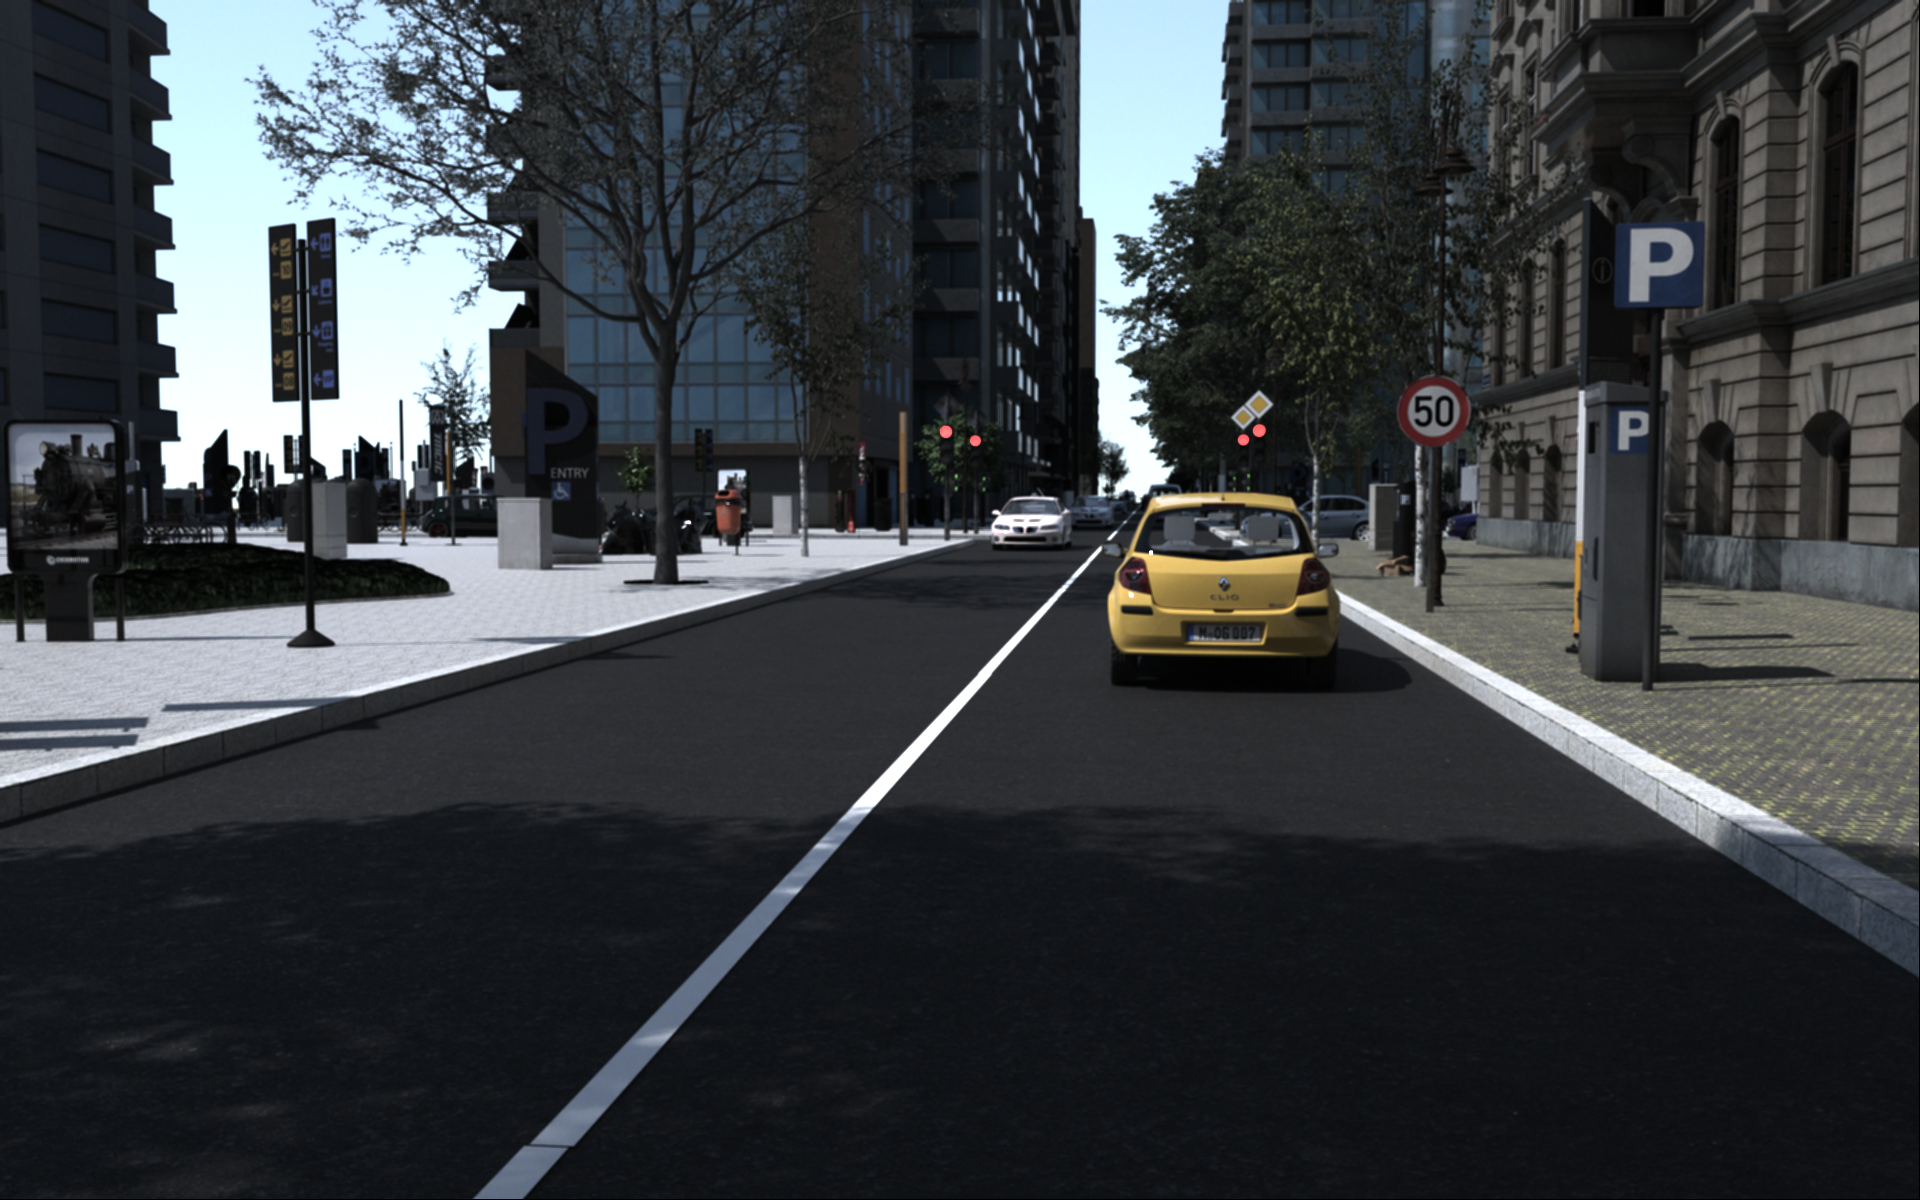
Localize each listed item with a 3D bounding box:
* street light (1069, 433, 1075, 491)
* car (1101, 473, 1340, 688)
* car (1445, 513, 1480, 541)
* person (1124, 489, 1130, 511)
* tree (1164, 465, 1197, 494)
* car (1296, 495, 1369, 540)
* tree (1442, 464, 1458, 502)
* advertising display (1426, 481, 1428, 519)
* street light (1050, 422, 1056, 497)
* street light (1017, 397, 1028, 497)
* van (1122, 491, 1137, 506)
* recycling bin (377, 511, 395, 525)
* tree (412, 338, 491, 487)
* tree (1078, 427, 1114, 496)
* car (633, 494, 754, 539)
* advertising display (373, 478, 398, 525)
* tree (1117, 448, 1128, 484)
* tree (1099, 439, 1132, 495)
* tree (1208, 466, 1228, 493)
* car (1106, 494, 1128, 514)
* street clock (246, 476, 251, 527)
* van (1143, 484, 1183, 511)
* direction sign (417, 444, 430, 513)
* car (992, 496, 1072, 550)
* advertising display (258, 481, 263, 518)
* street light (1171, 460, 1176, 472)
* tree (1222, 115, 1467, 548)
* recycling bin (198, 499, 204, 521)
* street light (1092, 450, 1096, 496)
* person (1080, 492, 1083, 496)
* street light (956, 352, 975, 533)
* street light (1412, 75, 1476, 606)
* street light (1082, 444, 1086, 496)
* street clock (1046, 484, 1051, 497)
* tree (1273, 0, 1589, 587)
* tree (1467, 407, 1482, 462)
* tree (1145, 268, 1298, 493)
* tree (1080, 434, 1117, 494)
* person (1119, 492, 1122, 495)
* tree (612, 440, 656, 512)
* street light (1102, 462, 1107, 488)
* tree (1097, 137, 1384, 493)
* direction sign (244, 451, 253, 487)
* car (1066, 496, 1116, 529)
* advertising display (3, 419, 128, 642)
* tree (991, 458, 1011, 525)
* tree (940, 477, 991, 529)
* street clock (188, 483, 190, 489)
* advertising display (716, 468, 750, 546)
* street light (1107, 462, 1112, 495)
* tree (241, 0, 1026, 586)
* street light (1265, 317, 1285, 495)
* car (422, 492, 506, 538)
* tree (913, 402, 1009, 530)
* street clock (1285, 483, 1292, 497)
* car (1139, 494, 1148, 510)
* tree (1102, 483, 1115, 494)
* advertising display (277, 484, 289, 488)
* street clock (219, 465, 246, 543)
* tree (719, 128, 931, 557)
[{"bbox_3d":[8.563,-9.739,132.017,0.468,5.910,1.993,0,4,6],"label":"street light"},{"bbox_3d":[2.148,-0.251,14.320,2.015,1.641,3.980,0,4,8],"label":"car"},{"bbox_3d":[15.964,-2.267,49.640,3.894,1.354,1.945,1,4,8],"label":"car"},{"bbox_3d":[13.838,-8.285,143.982,0.705,1.821,1.348,2,4,35],"label":"person"},{"bbox_3d":[25.060,-12.910,194.793,4.285,4.588,4.351,0,3,0],"label":"tree"},{"bbox_3d":[10.514,-2.369,50.741,4.499,1.417,2.014,0,4,7],"label":"car"},{"bbox_3d":[31.037,-7.047,109.811,1.663,3.219,1.824,0,3,0],"label":"tree"},{"bbox_3d":[23.797,-5.035,87.528,0.974,1.923,0.123,3,5,44],"label":"advertising display"},{"bbox_3d":[5.823,-8.308,108.629,0.468,5.910,1.993,0,4,6],"label":"street light"},{"bbox_3d":[2.975,-6.694,82.237,0.468,5.910,1.993,0,4,6],"label":"street light"},{"bbox_3d":[19.903,-12.079,204.510,2.013,2.044,4.112,0,4,4],"label":"van"},{"bbox_3d":[-24.214,-3.691,72.903,0.722,1.027,0.722,-2,4,-30],"label":"recycling bin"},{"bbox_3d":[-23.757,-8.082,82.510,4.737,8.622,4.395,0,3,0],"label":"tree"},{"bbox_3d":[14.781,-14.598,189.039,4.360,8.622,3.978,0,3,0],"label":"tree"},{"bbox_3d":[-8.483,-2.677,53.550,4.222,1.686,2.009,0,4,8],"label":"car"},{"bbox_3d":[-23.732,-4.061,71.603,0.974,1.923,0.123,-2,4,-28],"label":"advertising display"},{"bbox_3d":[23.932,-19.530,269.673,4.737,8.622,4.395,0,3,0],"label":"tree"},{"bbox_3d":[24.848,-21.606,287.662,8.767,10.594,7.601,3,5,42],"label":"tree"},{"bbox_3d":[19.140,-11.104,131.917,4.360,8.622,3.978,0,3,0],"label":"tree"},{"bbox_3d":[11.196,-6.943,125.526,2.014,1.417,4.499,0,4,8],"label":"car"},{"bbox_3d":[-28.042,-3.885,68.087,0.358,2.002,0.471,-2,4,-31],"label":"street clock"},{"bbox_3d":[8.782,-4.091,73.907,2.013,2.044,4.112,1,4,8],"label":"van"},{"bbox_3d":[-24.552,-5.342,79.331,0.876,3.537,0.379,3,4,38],"label":"direction sign"},{"bbox_3d":[1.940,-2.039,45.698,2.083,1.381,4.827,0,4,8],"label":"car"},{"bbox_3d":[-34.996,-4.982,86.674,0.123,1.923,0.974,-1,4,-19],"label":"advertising display"},{"bbox_3d":[29.255,-16.052,235.235,0.468,5.910,1.993,0,4,6],"label":"street light"},{"bbox_3d":[7.407,-5.154,34.636,4.737,8.622,4.395,0,3,0],"label":"tree"},{"bbox_3d":[-35.125,-4.189,81.047,0.722,1.027,0.722,1,4,16],"label":"recycling bin"},{"bbox_3d":[14.217,-12.883,183.416,0.468,5.910,1.993,0,4,6],"label":"street light"},{"bbox_3d":[14.456,-12.211,208.878,1.217,1.736,0.721,0,4,7],"label":"person"},{"bbox_3d":[0.185,-5.122,56.533,0.468,5.910,1.993,0,4,6],"label":"street light"},{"bbox_3d":[5.467,-2.870,19.708,0.468,5.910,1.993,0,4,6],"label":"street light"},{"bbox_3d":[11.281,-11.311,157.728,0.468,5.910,1.993,0,4,6],"label":"street light"},{"bbox_3d":[6.321,-7.268,123.409,0.358,2.002,0.471,1,4,16],"label":"street clock"},{"bbox_3d":[6.340,-4.477,23.556,4.360,8.622,3.978,0,3,0],"label":"tree"},{"bbox_3d":[37.246,-10.486,121.805,4.737,8.622,4.395,0,3,0],"label":"tree"},{"bbox_3d":[12.752,-10.279,86.192,7.486,12.596,7.792,0,3,0],"label":"tree"},{"bbox_3d":[15.856,-15.665,206.479,4.737,8.622,4.395,0,3,0],"label":"tree"},{"bbox_3d":[22.561,-14.256,242.298,0.721,1.736,1.217,3,4,39],"label":"person"},{"bbox_3d":[-11.401,-4.086,61.413,1.663,3.219,1.824,0,3,0],"label":"tree"},{"bbox_3d":[17.627,-14.795,214.677,0.468,5.910,1.993,0,4,6],"label":"street light"},{"bbox_3d":[10.078,-9.483,61.699,9.857,13.997,8.962,0,3,0],"label":"tree"},{"bbox_3d":[-36.955,-6.026,90.520,0.379,3.537,0.876,3,5,43],"label":"direction sign"},{"bbox_3d":[5.521,-3.705,72.931,2.083,1.381,4.827,0,4,7],"label":"car"},{"bbox_3d":[-7.748,-0.600,15.027,0.974,1.923,0.123,0,4,-3],"label":"advertising display"},{"bbox_3d":[1.005,-4.791,72.934,1.663,3.219,1.824,0,3,0],"label":"tree"},{"bbox_3d":[0.087,-4.284,64.638,1.663,3.219,1.824,0,3,0],"label":"tree"},{"bbox_3d":[-51.441,-6.801,115.759,0.358,2.002,0.471,-2,4,-26],"label":"street clock"},{"bbox_3d":[-5.586,-2.293,42.706,0.974,1.923,0.123,2,4,32],"label":"advertising display"},{"bbox_3d":[20.481,-16.366,240.374,0.468,5.910,1.993,0,4,6],"label":"street light"},{"bbox_3d":[-4.243,-6.981,24.517,12.009,13.543,11.850,0,3,0],"label":"tree"},{"bbox_3d":[8.260,-4.442,45.412,0.468,5.910,1.993,0,4,6],"label":"street light"},{"bbox_3d":[-14.145,-2.607,52.415,4.222,1.686,2.009,0,4,5],"label":"car"},{"bbox_3d":[0.063,-4.778,61.833,4.285,4.588,4.351,0,3,0],"label":"tree"},{"bbox_3d":[21.507,-6.668,113.587,0.358,2.002,0.471,3,5,45],"label":"street clock"},{"bbox_3d":[17.635,-9.225,159.873,2.155,1.783,4.494,0,4,7],"label":"car"},{"bbox_3d":[21.640,-15.936,255.147,1.663,3.219,1.824,0,3,0],"label":"tree"},{"bbox_3d":[-42.716,-6.386,109.622,0.974,1.923,0.123,0,4,-4],"label":"advertising display"},{"bbox_3d":[-18.030,-2.340,42.823,0.471,2.002,0.358,0,4,-8],"label":"street clock"},{"bbox_3d":[-2.990,-5.178,35.023,4.360,8.622,3.978,0,3,0],"label":"tree"}]
